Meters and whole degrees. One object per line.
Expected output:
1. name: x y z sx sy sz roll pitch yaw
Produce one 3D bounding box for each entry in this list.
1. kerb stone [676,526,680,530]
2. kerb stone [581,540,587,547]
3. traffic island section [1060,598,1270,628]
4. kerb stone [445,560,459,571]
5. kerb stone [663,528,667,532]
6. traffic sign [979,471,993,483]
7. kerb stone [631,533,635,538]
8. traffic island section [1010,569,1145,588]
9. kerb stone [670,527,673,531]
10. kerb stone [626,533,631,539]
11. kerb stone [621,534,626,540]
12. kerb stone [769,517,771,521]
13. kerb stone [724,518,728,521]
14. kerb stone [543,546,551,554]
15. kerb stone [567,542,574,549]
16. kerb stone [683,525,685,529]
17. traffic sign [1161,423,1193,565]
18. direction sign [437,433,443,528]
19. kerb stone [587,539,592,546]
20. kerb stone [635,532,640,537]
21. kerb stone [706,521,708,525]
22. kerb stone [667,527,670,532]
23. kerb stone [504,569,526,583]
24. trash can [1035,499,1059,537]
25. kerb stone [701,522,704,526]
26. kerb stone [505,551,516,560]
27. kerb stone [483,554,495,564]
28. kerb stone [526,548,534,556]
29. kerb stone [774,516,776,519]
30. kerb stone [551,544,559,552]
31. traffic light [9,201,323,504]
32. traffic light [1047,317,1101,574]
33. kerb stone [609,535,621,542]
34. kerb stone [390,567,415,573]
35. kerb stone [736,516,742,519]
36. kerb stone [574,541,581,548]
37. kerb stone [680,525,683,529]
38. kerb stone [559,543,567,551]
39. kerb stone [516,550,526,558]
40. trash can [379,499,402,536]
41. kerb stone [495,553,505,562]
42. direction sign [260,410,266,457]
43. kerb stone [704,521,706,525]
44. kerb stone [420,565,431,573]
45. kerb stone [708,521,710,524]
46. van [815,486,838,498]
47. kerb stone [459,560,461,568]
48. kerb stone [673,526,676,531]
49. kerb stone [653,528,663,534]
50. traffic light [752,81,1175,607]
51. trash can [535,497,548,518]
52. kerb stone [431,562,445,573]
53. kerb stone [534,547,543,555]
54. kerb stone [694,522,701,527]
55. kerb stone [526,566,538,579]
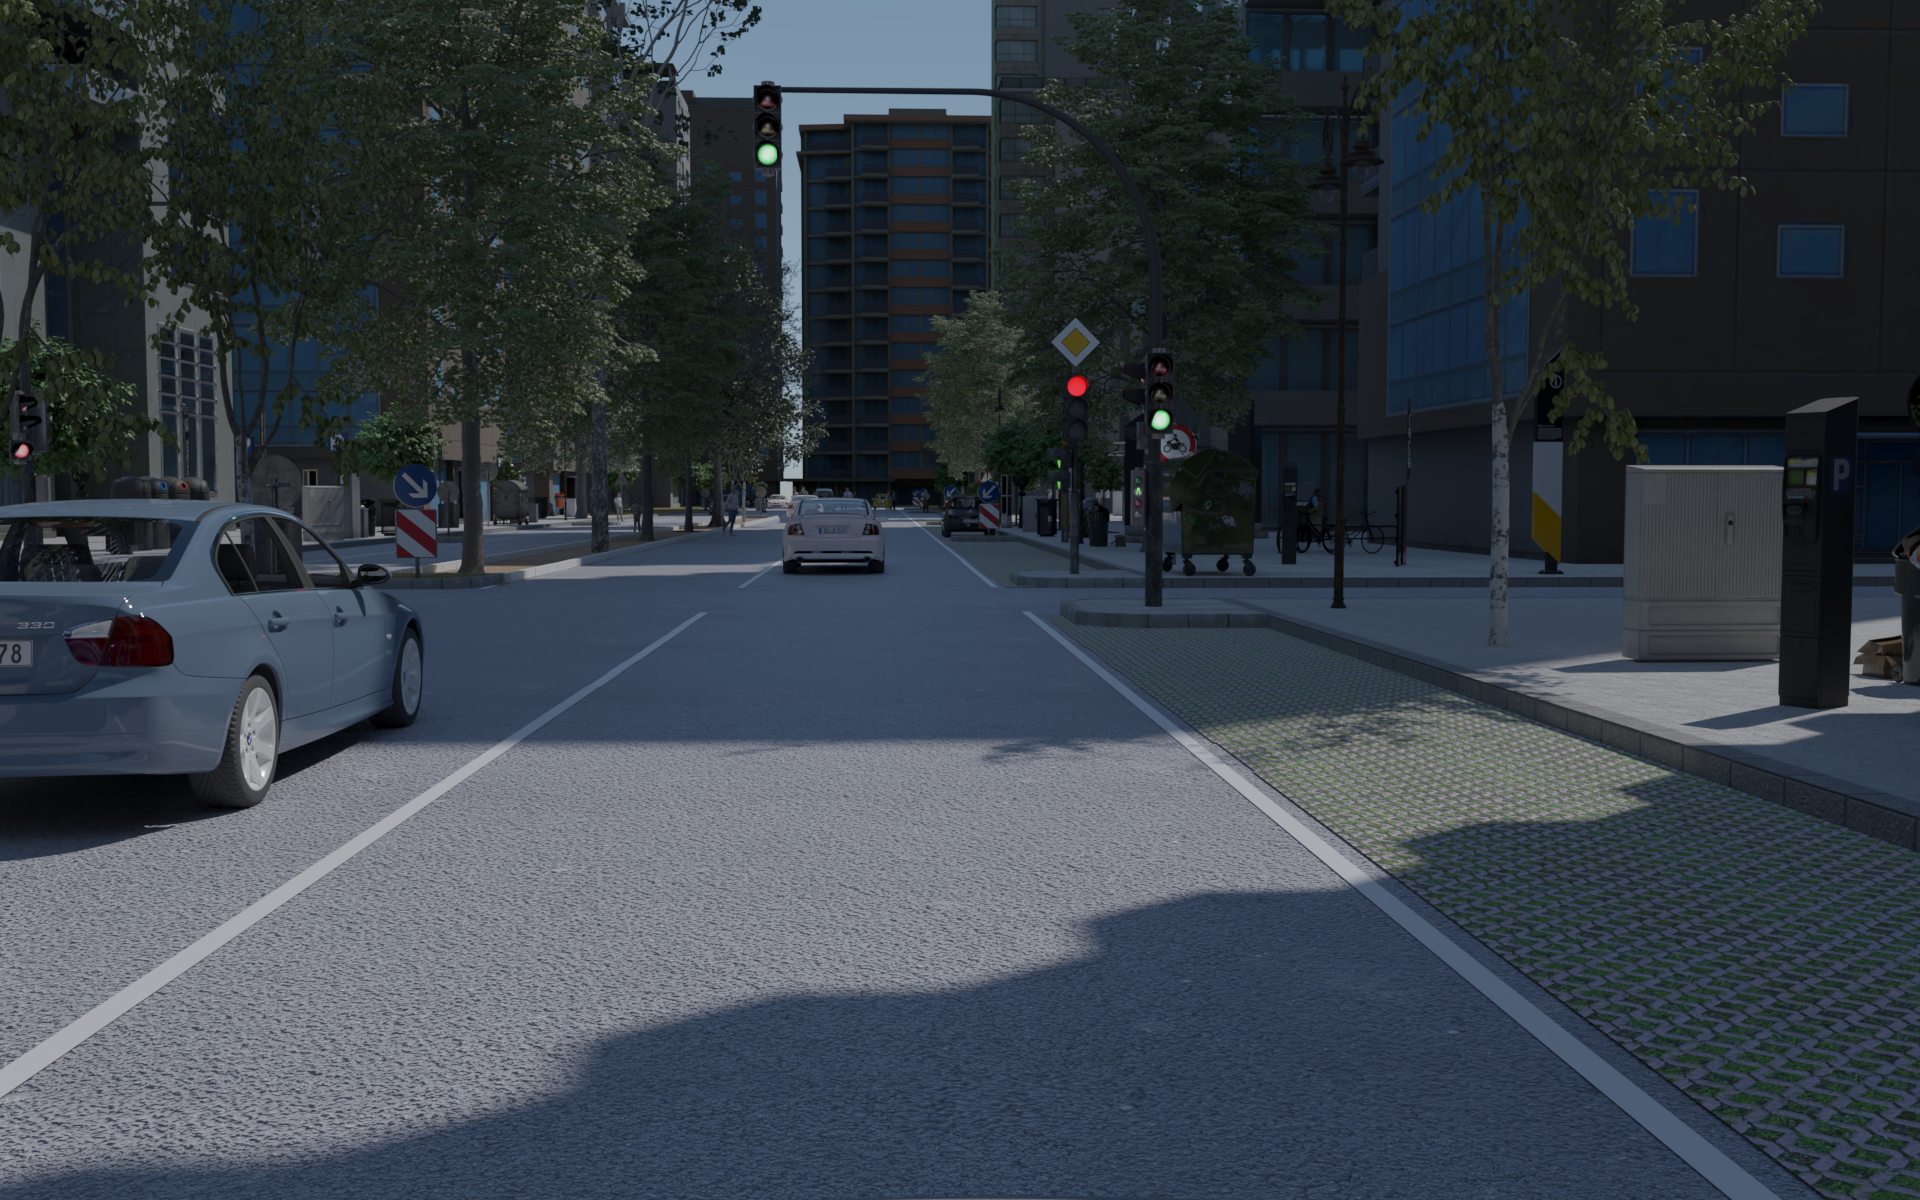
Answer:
1. kerb stone: -11.273 -2.818 68.269 0.120 0.150 1.000 0 4 -3
2. kerb stone: -10.285 -1.498 46.761 0.120 0.150 1.000 0 4 -3
3. traffic island section: 2.226 0.151 19.815 2.009 0.180 2.903 0 4 -3
4. kerb stone: -9.614 -0.626 32.423 0.120 0.150 1.000 0 4 -3
5. kerb stone: -11.077 -2.564 64.163 0.120 0.150 1.000 0 4 -3
6. traffic sign: 1.352 -5.201 85.040 0.884 2.594 0.081 0 4 6
7. kerb stone: -10.703 -2.066 55.968 0.120 0.150 1.000 0 4 -3
8. traffic island section: 1.857 -0.337 27.791 2.009 0.180 2.903 0 4 -3
9. kerb stone: -11.182 -2.693 66.219 0.120 0.150 1.000 0 4 -3
10. kerb stone: -10.659 -2.001 54.947 0.120 0.150 1.000 0 4 -3
11. kerb stone: -10.608 -1.941 53.924 0.120 0.150 1.000 0 4 -3
12. kerb stone: -10.260 -4.261 91.861 0.120 0.150 1.000 0 4 -3
13. kerb stone: -12.408 -4.320 92.834 0.120 0.150 1.000 0 4 -3
14. kerb stone: -10.039 -1.189 41.632 0.120 0.150 1.000 0 4 -3
15. kerb stone: -10.180 -1.373 44.701 0.120 0.150 1.000 0 4 -3
16. kerb stone: -11.367 -2.936 70.323 0.120 0.150 1.000 0 4 -3
17. traffic sign: 3.881 -1.911 31.344 0.768 2.556 0.104 0 4 3
18. direction sign: -19.410 -4.444 64.650 0.379 3.537 0.876 -2 4 -27
19. kerb stone: -10.320 -1.565 47.788 0.120 0.150 1.000 0 4 -3
20. kerb stone: -10.749 -2.126 56.989 0.120 0.150 1.000 0 4 -3
21. kerb stone: -11.789 -3.507 79.533 0.120 0.150 1.000 0 4 -3
22. kerb stone: -11.127 -2.629 65.186 0.120 0.150 1.000 0 4 -3
23. kerb stone: -7.324 -0.381 28.431 0.120 0.150 1.000 0 4 -3
24. trash can: 2.624 -2.480 52.199 0.748 1.137 0.748 0 3 0
25. kerb stone: -11.696 -3.382 77.486 0.120 0.150 1.000 0 4 -3
26. kerb stone: -9.849 -0.939 37.545 0.120 0.150 1.000 0 4 -3
27. kerb stone: -9.759 -0.812 35.503 0.120 0.150 1.000 0 4 -3
28. kerb stone: -9.946 -1.064 39.587 0.120 0.150 1.000 0 4 -3
29. kerb stone: -10.449 -4.511 95.953 0.120 0.150 1.000 0 4 -3
30. kerb stone: -10.088 -1.252 42.658 0.120 0.150 1.000 0 4 -3
31. traffic light: -12.391 -3.203 27.041 4.771 5.953 1.251 0 4 -3
32. traffic light: 1.817 -2.370 27.676 0.839 4.253 0.868 0 4 -3
33. kerb stone: -10.564 -1.875 52.901 0.120 0.150 1.000 0 4 -3
34. kerb stone: -9.480 -0.436 29.339 0.120 0.150 1.000 0 4 -3
35. kerb stone: -12.739 -4.759 100.003 0.120 0.150 1.000 0 4 -3
36. kerb stone: -10.227 -1.439 45.728 0.120 0.150 1.000 0 4 -3
37. kerb stone: -11.316 -2.880 69.291 0.120 0.150 1.000 0 4 -3
38. kerb stone: -10.135 -1.314 43.680 0.120 0.150 1.000 0 4 -3
39. kerb stone: -9.893 -1.001 38.567 0.120 0.150 1.000 0 4 -3
40. trash can: -17.419 -2.531 53.040 0.748 1.137 0.748 0 3 0
41. kerb stone: -9.809 -0.876 36.524 0.120 0.150 1.000 0 4 -3
42. direction sign: -18.866 -3.361 46.948 0.379 3.537 0.876 -1 4 -15
43. kerb stone: -11.744 -3.444 78.512 0.120 0.150 1.000 0 4 -3
44. kerb stone: -9.522 -0.500 30.373 0.120 0.150 1.000 0 4 -3
45. kerb stone: -11.831 -3.560 80.566 0.120 0.150 1.000 0 4 -3
46. van: -10.513 -7.796 134.483 2.013 2.044 4.112 0 4 -4
47. kerb stone: -9.659 -0.688 33.448 0.120 0.150 1.000 0 4 -3
48. kerb stone: -11.226 -2.756 67.248 0.120 0.150 1.000 0 4 -3
49. kerb stone: -11.029 -2.504 63.139 0.120 0.150 1.000 0 4 -3
50. traffic light: 0.099 -2.740 19.462 4.771 5.953 1.251 0 4 -3
51. trash can: -22.057 -4.868 91.241 0.748 1.137 0.748 0 3 0
52. kerb stone: -9.569 -0.563 31.402 0.120 0.150 1.000 0 4 -3
53. kerb stone: -9.997 -1.126 40.608 0.120 0.150 1.000 0 4 -3
54. kerb stone: -11.643 -3.319 76.463 0.120 0.150 1.000 0 4 -3
55. kerb stone: -7.384 -0.444 29.452 0.120 0.150 1.000 0 4 -3
